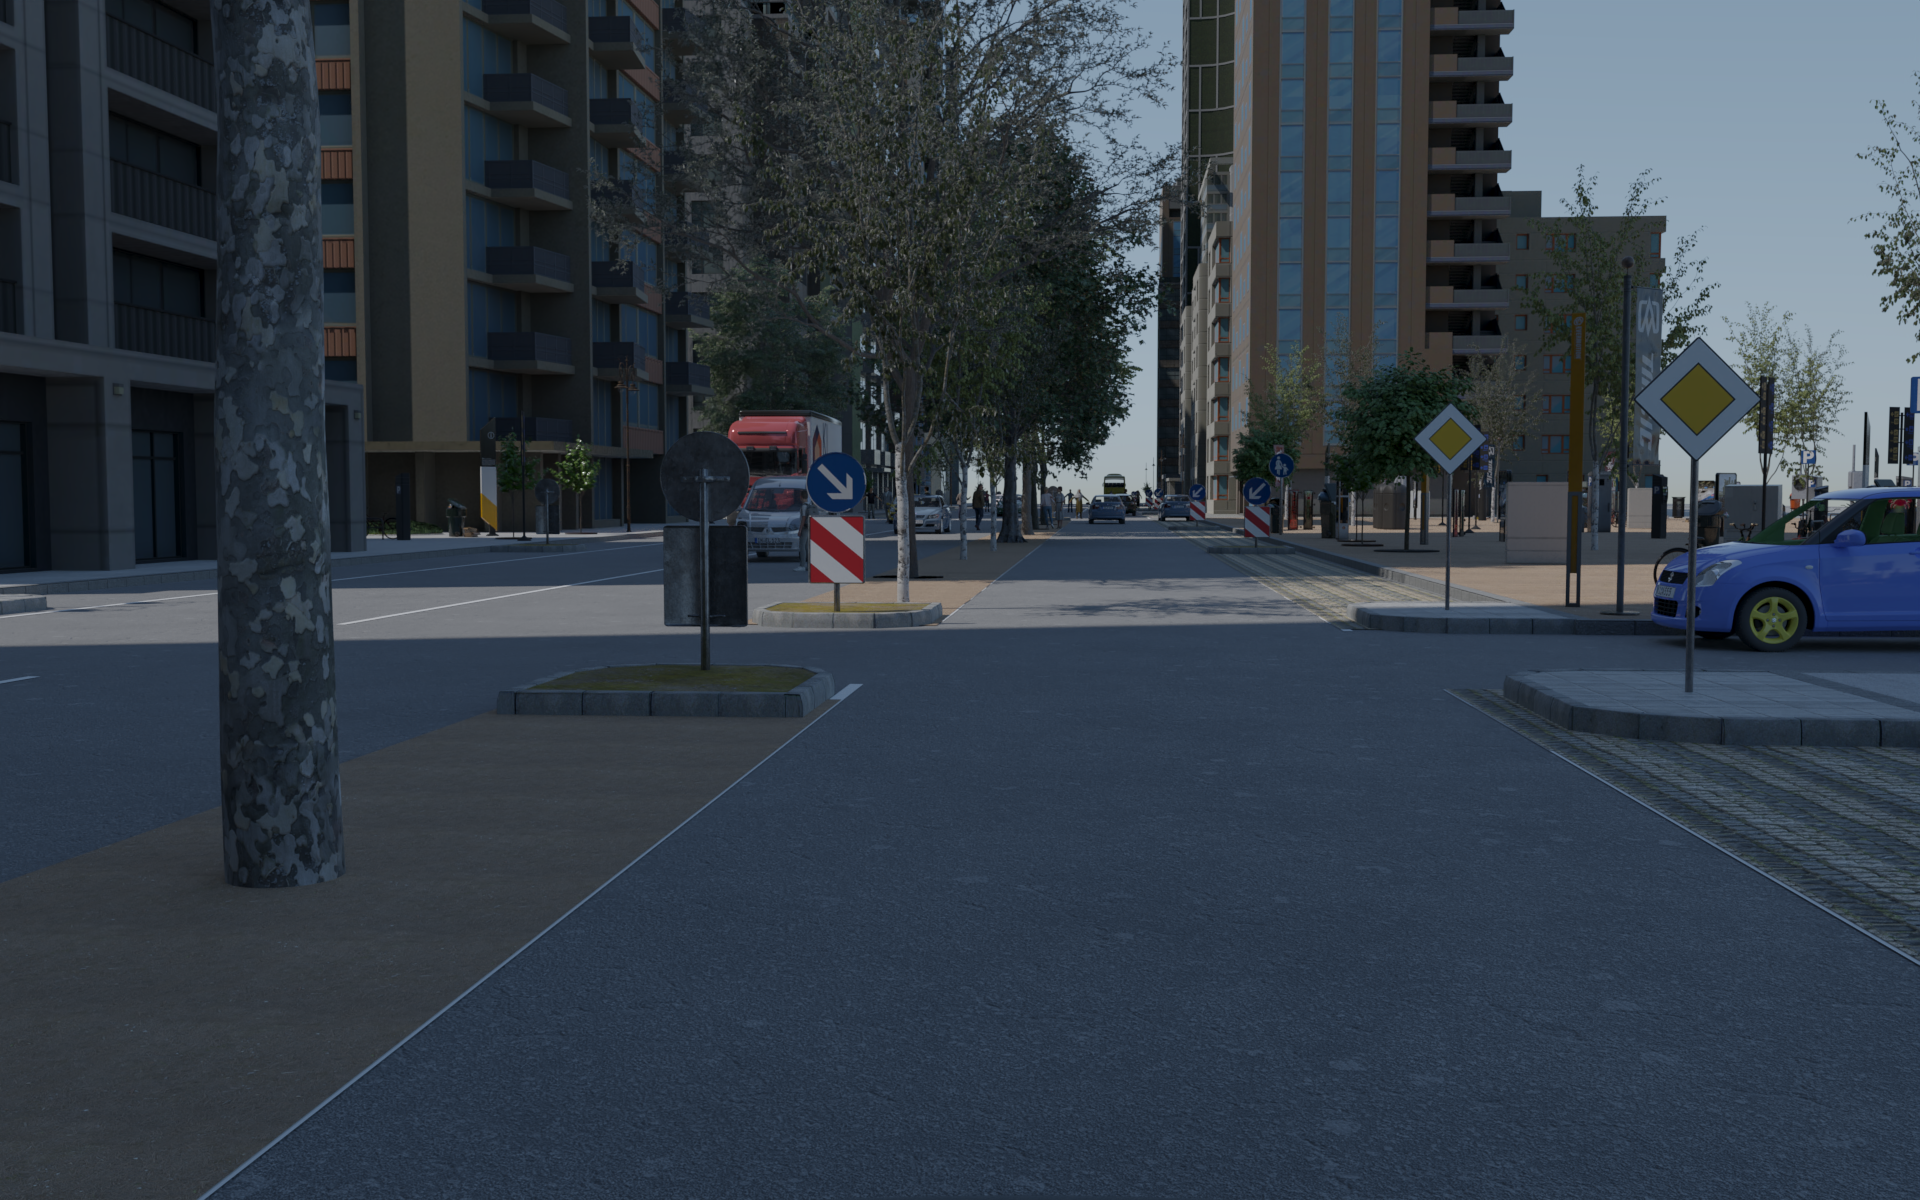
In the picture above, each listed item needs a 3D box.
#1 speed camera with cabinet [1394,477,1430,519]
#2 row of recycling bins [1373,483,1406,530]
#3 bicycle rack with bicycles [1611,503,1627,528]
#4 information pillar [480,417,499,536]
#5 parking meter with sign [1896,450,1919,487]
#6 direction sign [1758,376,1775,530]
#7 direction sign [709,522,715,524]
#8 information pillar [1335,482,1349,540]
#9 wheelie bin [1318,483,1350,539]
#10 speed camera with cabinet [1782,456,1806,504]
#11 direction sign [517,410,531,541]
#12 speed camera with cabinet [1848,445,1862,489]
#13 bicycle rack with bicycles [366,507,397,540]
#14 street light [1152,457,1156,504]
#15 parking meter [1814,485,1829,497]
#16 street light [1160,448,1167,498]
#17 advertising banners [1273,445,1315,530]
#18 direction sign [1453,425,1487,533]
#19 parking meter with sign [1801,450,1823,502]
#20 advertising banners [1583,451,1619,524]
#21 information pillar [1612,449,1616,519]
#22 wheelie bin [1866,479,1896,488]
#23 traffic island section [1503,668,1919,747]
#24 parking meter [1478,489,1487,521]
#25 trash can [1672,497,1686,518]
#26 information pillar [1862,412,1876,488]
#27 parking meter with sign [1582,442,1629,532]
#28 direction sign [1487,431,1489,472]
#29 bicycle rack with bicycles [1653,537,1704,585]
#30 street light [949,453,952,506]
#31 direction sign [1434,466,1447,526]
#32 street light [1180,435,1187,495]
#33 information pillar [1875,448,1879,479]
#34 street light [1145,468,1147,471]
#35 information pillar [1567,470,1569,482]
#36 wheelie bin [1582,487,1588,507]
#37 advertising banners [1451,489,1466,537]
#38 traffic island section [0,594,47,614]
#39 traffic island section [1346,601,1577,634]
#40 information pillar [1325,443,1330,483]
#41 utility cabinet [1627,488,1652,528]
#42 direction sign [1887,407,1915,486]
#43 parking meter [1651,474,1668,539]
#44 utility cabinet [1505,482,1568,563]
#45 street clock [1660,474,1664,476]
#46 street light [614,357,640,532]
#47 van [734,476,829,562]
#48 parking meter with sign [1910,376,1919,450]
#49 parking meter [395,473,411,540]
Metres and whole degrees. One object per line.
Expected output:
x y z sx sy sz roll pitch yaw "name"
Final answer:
23.382 -5.826 89.586 0.660 3.252 2.038 -2 4 -30 "speed camera with cabinet"
15.805 -3.467 63.793 1.069 1.692 3.534 0 4 6 "row of recycling bins"
26.049 -3.301 67.353 2.925 0.926 2.852 -1 4 -10 "bicycle rack with bicycles"
-14.337 -3.752 52.702 0.504 3.616 0.183 -3 4 -37 "information pillar"
39.975 -4.713 73.313 0.543 3.016 1.738 0 4 6 "parking meter with sign"
15.595 -2.542 33.552 0.379 3.537 0.876 3 5 40 "direction sign"
-10.807 -5.073 74.945 0.379 3.537 0.876 2 4 29 "direction sign"
10.763 -2.706 48.733 0.304 2.012 0.304 0 4 -5 "information pillar"
10.789 -2.583 50.140 0.980 1.594 0.693 -1 4 -21 "wheelie bin"
38.044 -5.240 80.006 2.038 3.252 0.660 2 4 29 "speed camera with cabinet"
-11.944 -3.387 47.369 0.379 3.537 0.876 -1 4 -9 "direction sign"
35.811 -4.543 68.610 0.660 3.252 2.038 1 4 10 "speed camera with cabinet"
-17.392 -2.126 48.144 2.925 0.926 2.852 1 4 14 "bicycle rack with bicycles"
24.070 -14.844 215.484 0.468 5.910 1.993 0 4 5 "street light"
24.859 -2.544 50.013 0.372 1.533 0.369 0 3 0 "parking meter"
20.756 -12.576 178.408 0.468 5.910 1.993 0 4 5 "street light"
11.910 -4.010 61.758 2.074 3.025 0.090 -2 4 -34 "advertising banners"
16.727 -3.964 56.813 0.379 3.537 0.876 -2 4 -27 "direction sign"
34.254 -4.472 69.381 0.543 3.016 1.738 3 5 45 "parking meter with sign"
25.767 -4.550 70.581 2.074 3.025 0.090 -1 4 -9 "advertising banners"
33.784 -6.025 89.867 0.504 3.616 0.183 -1 4 -12 "information pillar"
19.427 -1.750 36.515 0.980 1.594 0.693 -2 4 -31 "wheelie bin"
4.745 0.676 11.235 2.009 0.180 2.903 0 4 5 "traffic island section"
25.197 -4.592 83.487 0.372 1.533 0.369 0 3 0 "parking meter"
38.137 -4.910 91.934 0.748 1.137 0.748 0 3 0 "trash can"
25.867 -3.554 49.469 0.183 3.616 0.504 3 4 39 "information pillar"
21.434 -3.780 58.060 1.738 3.016 0.543 0 4 1 "parking meter with sign"
18.736 -4.331 62.809 0.876 3.537 0.379 3 5 40 "direction sign"
9.872 -0.450 20.737 2.925 0.926 2.852 1 4 16 "bicycle rack with bicycles"
-0.910 -12.704 180.500 0.468 5.910 1.993 0 4 5 "street light"
19.672 -4.802 70.517 0.876 3.537 0.379 0 4 4 "direction sign"
17.037 -9.762 132.390 0.468 5.910 1.993 0 4 5 "street light"
46.455 -5.901 87.840 0.183 3.616 0.504 1 4 12 "information pillar"
27.141 -17.113 252.580 0.468 5.910 1.993 0 4 5 "street light"
18.461 -2.914 52.140 0.304 2.012 0.304 -1 4 -9 "information pillar"
26.556 -4.024 73.694 0.693 1.594 0.980 -1 4 -23 "wheelie bin"
14.767 -3.385 51.528 0.090 3.025 2.074 2 4 30 "advertising banners"
-12.411 0.097 20.697 2.009 0.180 2.903 0 4 5 "traffic island section"
5.417 0.189 19.192 2.009 0.180 2.903 0 4 5 "traffic island section"
16.774 -5.367 79.103 0.183 3.616 0.504 0 4 -5 "information pillar"
25.261 -3.377 63.894 1.173 1.500 0.318 1 4 9 "utility cabinet"
24.466 -3.246 45.075 0.876 3.537 0.379 -1 4 -21 "direction sign"
20.149 -2.701 49.874 0.255 1.863 0.399 -2 4 -28 "parking meter"
10.625 -1.411 31.754 1.173 1.500 0.318 1 4 12 "utility cabinet"
25.368 -3.567 62.889 0.358 2.002 0.471 0 4 -3 "street clock"
-11.204 -5.238 58.426 0.468 5.910 1.993 0 4 5 "street light"
-3.882 -1.895 37.998 2.013 2.044 4.112 0 4 3 "van"
14.015 -1.753 24.916 0.543 3.016 1.738 2 4 24 "parking meter with sign"
-15.466 -2.592 48.084 0.399 1.863 0.255 3 5 43 "parking meter"
